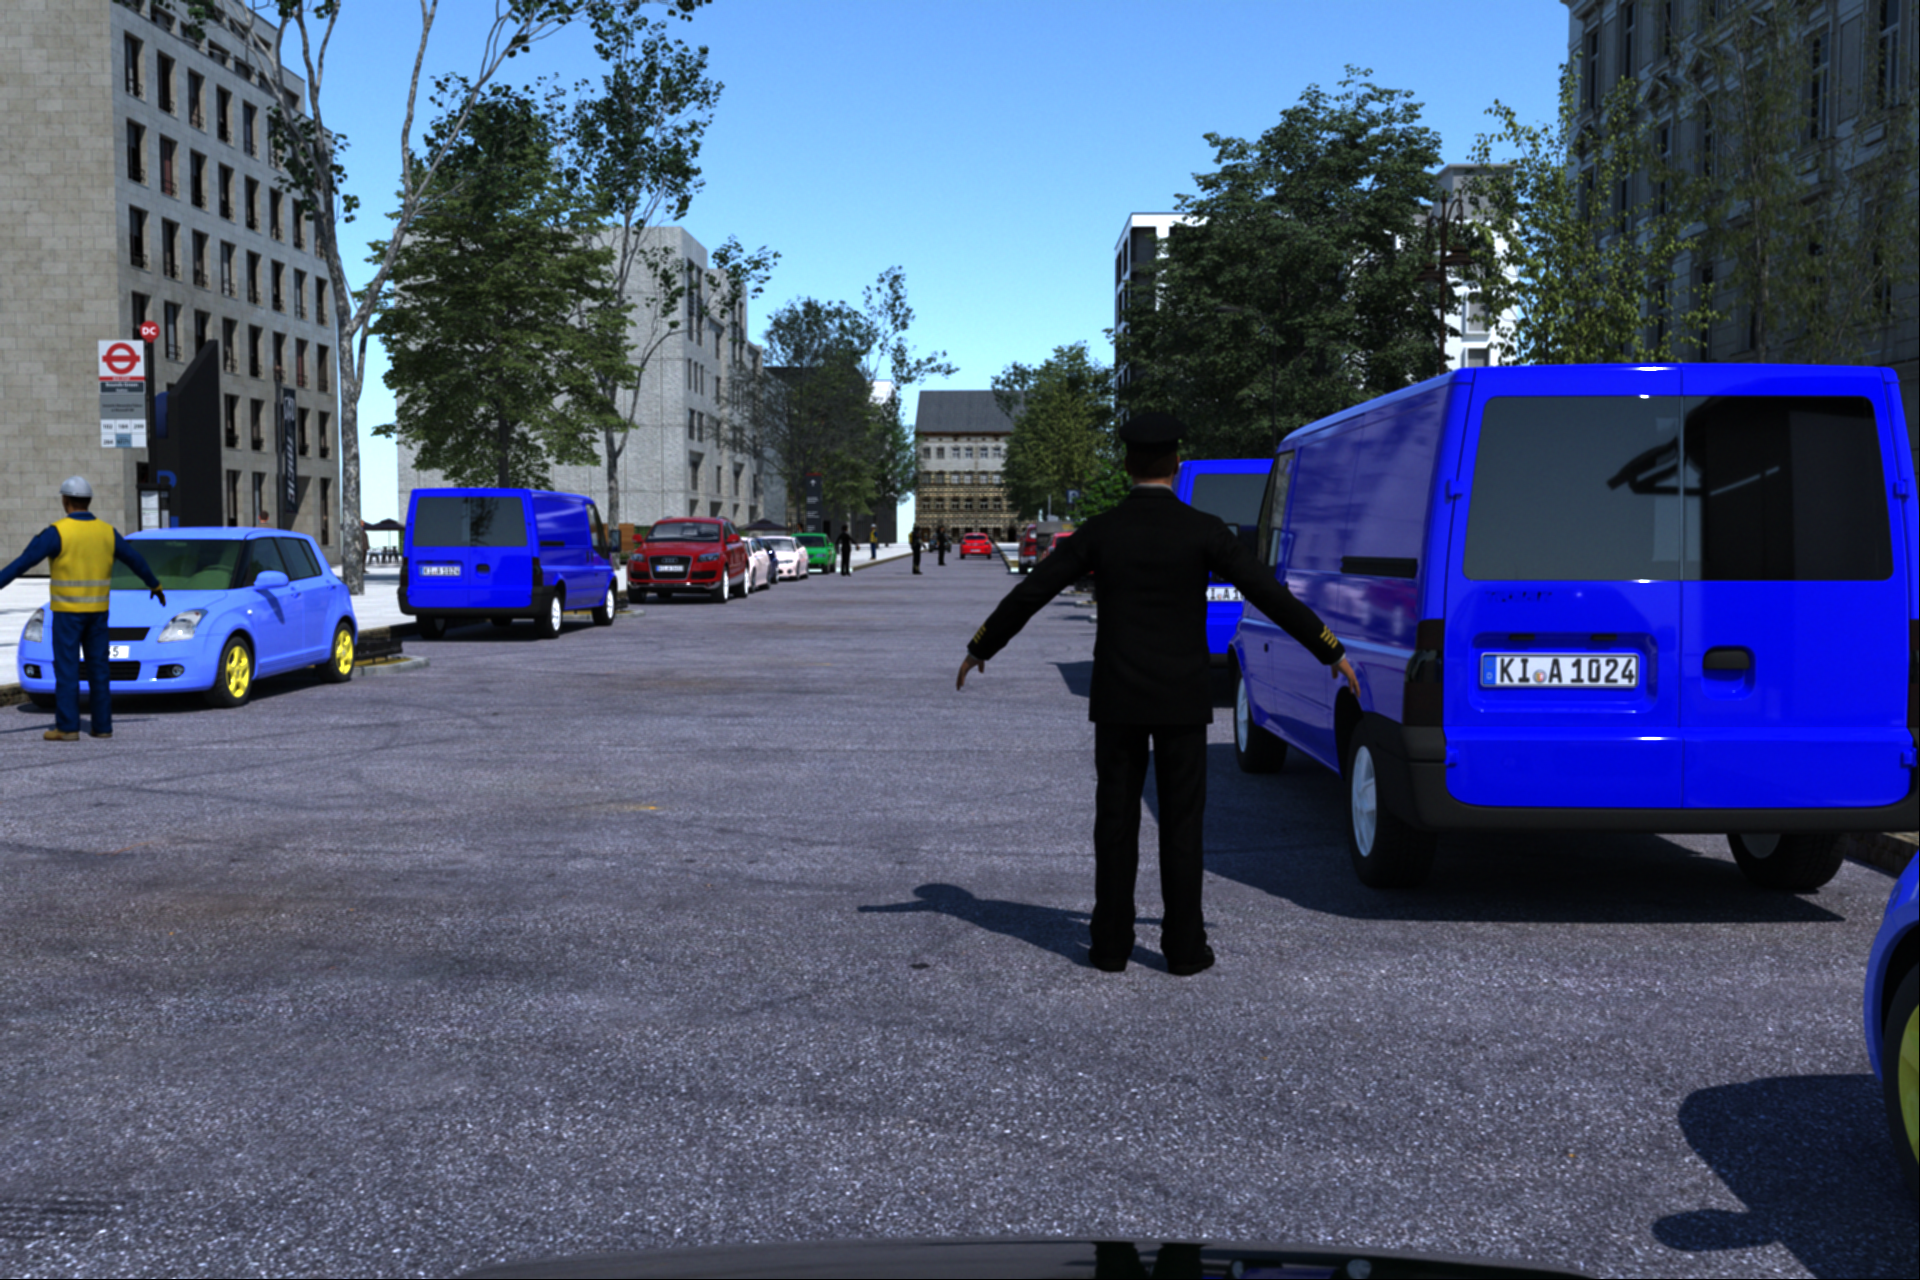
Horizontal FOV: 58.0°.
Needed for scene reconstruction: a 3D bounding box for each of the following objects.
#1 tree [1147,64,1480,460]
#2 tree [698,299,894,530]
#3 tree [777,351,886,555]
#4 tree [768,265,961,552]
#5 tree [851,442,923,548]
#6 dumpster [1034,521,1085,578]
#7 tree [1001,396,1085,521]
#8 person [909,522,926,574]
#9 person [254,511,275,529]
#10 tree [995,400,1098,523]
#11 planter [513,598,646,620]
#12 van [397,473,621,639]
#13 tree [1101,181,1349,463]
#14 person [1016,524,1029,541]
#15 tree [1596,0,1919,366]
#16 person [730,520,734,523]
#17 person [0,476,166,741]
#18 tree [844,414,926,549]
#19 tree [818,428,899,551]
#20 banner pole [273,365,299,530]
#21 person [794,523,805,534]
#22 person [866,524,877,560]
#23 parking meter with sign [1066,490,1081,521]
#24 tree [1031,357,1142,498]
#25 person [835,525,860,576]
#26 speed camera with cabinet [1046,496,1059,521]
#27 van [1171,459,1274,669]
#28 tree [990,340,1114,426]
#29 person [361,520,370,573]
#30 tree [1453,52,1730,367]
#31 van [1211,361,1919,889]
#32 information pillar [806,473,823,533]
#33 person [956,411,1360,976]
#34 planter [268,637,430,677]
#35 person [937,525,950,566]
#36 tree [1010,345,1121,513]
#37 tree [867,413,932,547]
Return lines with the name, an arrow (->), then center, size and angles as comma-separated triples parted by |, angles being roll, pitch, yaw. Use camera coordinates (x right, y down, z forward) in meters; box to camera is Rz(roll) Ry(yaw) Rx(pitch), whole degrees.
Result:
tree -> 9.639, -8.694, 48.805 | 9.857, 13.997, 8.962 | 0, 3, 0
tree -> -8.507, -11.061, 91.214 | 12.009, 13.543, 11.850 | 0, 3, 0
tree -> -7.970, -11.573, 107.338 | 7.486, 12.596, 7.792 | 0, 3, 0
tree -> -6.807, -16.274, 121.962 | 12.611, 20.169, 13.585 | 0, 3, 0
tree -> -7.353, -13.526, 155.558 | 8.767, 10.594, 7.601 | 0, 4, 5
dumpster -> 3.380, -2.988, 57.062 | 1.865, 1.857, 1.264 | 0, 4, 1
tree -> 6.930, -13.444, 137.943 | 7.486, 12.596, 7.792 | 0, 3, 0
person -> -1.520, -3.266, 61.634 | 0.705, 1.856, 1.354 | -1, 4, -20
person -> -14.400, -1.783, 35.722 | 0.617, 1.759, 0.750 | -3, 4, -37
tree -> 7.596, -15.236, 155.766 | 9.857, 13.997, 8.962 | 0, 3, 0
planter -> -6.517, -0.537, 29.926 | 1.991, 0.319, 1.994 | 0, 4, 1
van -> -6.408, -1.280, 25.317 | 2.240, 2.365, 5.245 | 0, 4, 1
tree -> 9.828, -9.653, 64.482 | 9.857, 13.997, 8.962 | 0, 3, 0
person -> 3.676, -5.298, 92.803 | 1.347, 1.806, 0.705 | -1, 4, -9
tree -> 8.821, -4.216, 19.299 | 4.360, 8.622, 3.978 | 0, 3, 0
person -> -9.540, -4.061, 72.164 | 0.705, 1.858, 1.354 | 0, 4, -8
person -> -6.171, -0.226, 12.118 | 0.705, 1.833, 1.349 | 3, 4, 37
tree -> -7.035, -13.453, 145.705 | 9.928, 11.665, 9.643 | 0, 3, 0
tree -> -8.277, -12.226, 134.304 | 7.601, 10.594, 8.767 | -2, 4, -32
banner pole -> -10.121, -2.204, 26.048 | 0.401, 3.779, 0.863 | 0, 4, 1
person -> -7.858, -4.801, 84.647 | 1.345, 1.843, 0.704 | 2, 4, 33
person -> -4.407, -4.889, 86.401 | 0.721, 1.772, 1.216 | -2, 4, -24
parking meter with sign -> 4.449, -4.344, 67.281 | 0.543, 3.016, 1.738 | 0, 3, 0
tree -> 7.384, -9.553, 90.599 | 8.767, 10.594, 7.601 | 1, 4, 18
person -> -3.863, -3.064, 59.281 | 1.216, 1.740, 0.721 | 3, 5, 44
speed camera with cabinet -> 4.553, -5.507, 84.374 | 0.660, 3.252, 2.038 | 0, 4, 2
van -> 2.625, -0.743, 16.528 | 2.240, 2.365, 5.245 | 0, 4, 0
tree -> 9.599, -19.131, 168.687 | 12.611, 20.169, 13.585 | 0, 3, 0
person -> -19.490, -3.055, 56.538 | 0.434, 1.755, 0.990 | 0, 4, 1
tree -> 9.697, -4.726, 27.635 | 4.737, 8.622, 4.395 | 0, 3, 0
van -> 2.586, -0.261, 8.649 | 2.240, 2.365, 5.245 | 0, 4, 0
information pillar -> -6.237, -5.185, 74.149 | 0.750, 3.857, 0.750 | 0, 4, 2
person -> 0.632, 0.164, 5.711 | 1.347, 1.837, 0.705 | 1, 4, 11
planter -> -6.747, 0.174, 18.299 | 1.991, 0.319, 1.994 | 0, 4, 2
person -> -0.812, -4.306, 78.803 | 0.705, 1.837, 1.347 | 1, 4, 22
tree -> 6.454, -11.416, 104.772 | 7.486, 12.596, 7.792 | 0, 3, 0
tree -> -7.265, -15.831, 169.198 | 12.009, 13.543, 11.850 | 0, 3, 0
